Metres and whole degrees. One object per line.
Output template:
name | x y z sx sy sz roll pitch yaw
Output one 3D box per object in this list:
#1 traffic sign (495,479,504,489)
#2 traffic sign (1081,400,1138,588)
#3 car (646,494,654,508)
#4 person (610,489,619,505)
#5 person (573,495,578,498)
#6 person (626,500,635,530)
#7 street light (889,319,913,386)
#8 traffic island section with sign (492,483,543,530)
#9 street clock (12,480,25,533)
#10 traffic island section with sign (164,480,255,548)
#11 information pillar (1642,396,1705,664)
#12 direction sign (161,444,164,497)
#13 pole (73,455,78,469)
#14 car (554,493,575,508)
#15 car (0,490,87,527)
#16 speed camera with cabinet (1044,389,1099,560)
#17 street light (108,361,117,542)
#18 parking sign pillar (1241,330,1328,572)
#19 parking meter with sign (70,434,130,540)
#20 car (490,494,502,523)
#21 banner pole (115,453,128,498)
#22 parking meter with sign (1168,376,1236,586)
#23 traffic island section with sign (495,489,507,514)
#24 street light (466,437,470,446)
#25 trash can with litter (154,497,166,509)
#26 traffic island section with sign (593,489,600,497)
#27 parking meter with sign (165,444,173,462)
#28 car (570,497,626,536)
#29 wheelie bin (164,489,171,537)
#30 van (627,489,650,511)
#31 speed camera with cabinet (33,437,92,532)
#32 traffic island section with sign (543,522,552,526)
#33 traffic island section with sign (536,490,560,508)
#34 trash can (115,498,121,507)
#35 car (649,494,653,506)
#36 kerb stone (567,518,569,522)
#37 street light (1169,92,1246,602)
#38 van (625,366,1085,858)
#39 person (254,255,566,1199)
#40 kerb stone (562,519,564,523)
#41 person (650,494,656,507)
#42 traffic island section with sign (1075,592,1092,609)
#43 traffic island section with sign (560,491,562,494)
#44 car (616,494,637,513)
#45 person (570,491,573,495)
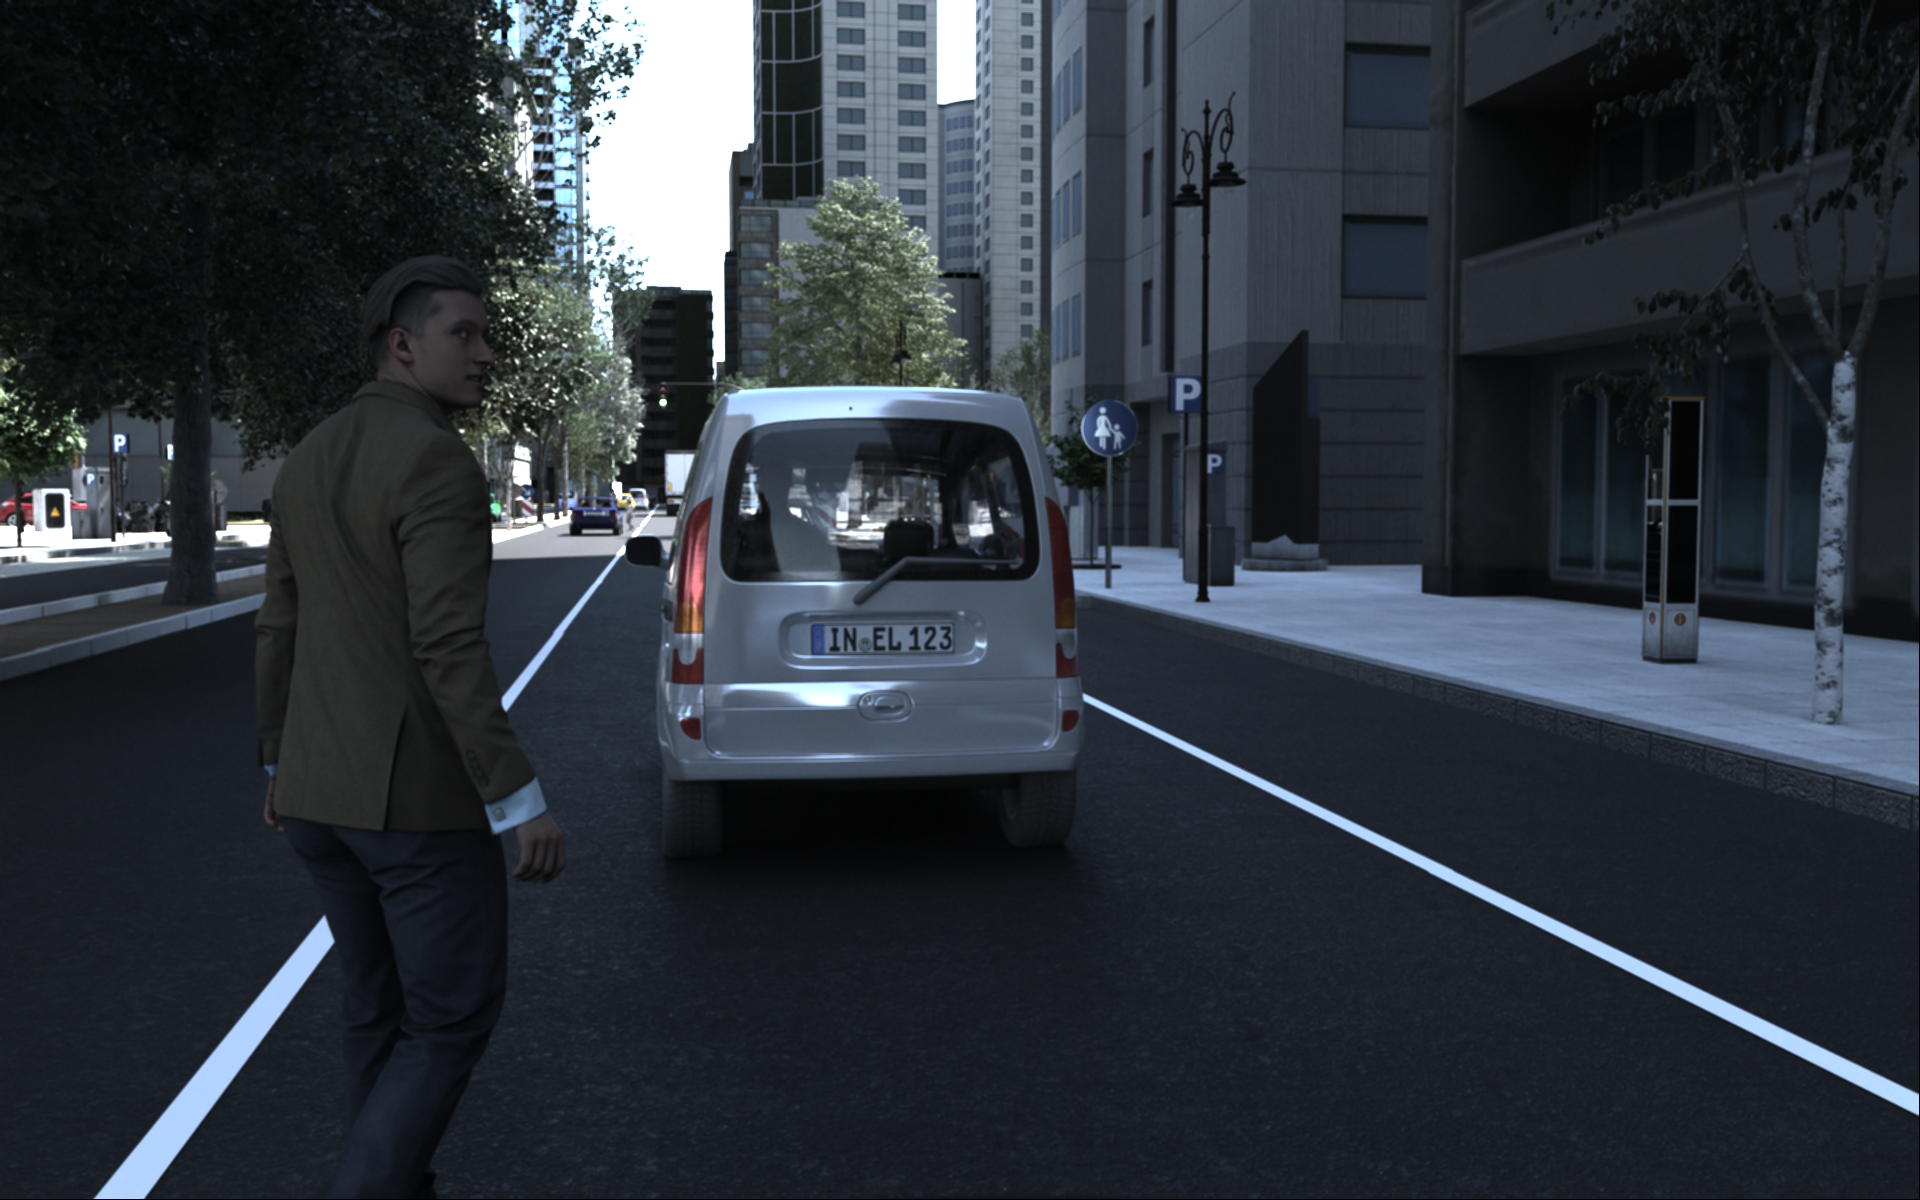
traffic sign | -39.389 -9.047 148.023 0.768 2.556 0.104 0 4 -2
traffic sign | 2.018 -1.430 23.492 0.768 2.556 0.104 0 4 -3
car | -32.668 -10.209 178.721 2.131 1.459 4.920 -1 4 -9
person | -24.218 -6.887 121.197 0.616 1.811 0.778 1 4 14
person | -47.574 -12.588 214.303 0.705 1.826 1.348 1 4 16
person | -12.971 -3.353 68.337 0.382 1.210 0.505 -1 4 -22
street light | -1.568 -4.479 46.018 0.468 5.910 1.993 -1 4 -10
traffic island section with sign | -18.120 -3.796 70.203 2.006 1.907 1.989 -1 4 -10
street clock | -31.008 -3.214 57.116 0.471 2.002 0.358 3 4 38
traffic island section with sign | -20.226 -2.336 46.821 1.989 1.847 2.006 -1 4 -10
information pillar | 5.418 -0.531 13.167 0.304 2.012 0.304 0 4 -6
direction sign | -36.094 -5.285 78.403 0.379 3.537 0.876 -1 4 -22
pole | -38.064 -4.939 74.597 0.158 3.312 0.155 0 3 0
car | -36.710 -9.265 161.078 1.945 1.707 3.694 -1 4 -11
car | -36.459 -3.744 70.255 4.494 1.783 2.155 -1 4 -8
speed camera with cabinet | 2.133 -2.393 33.457 0.660 3.252 2.038 1 4 20
street light | -22.542 -4.475 45.953 0.468 5.910 1.993 -1 4 -10
parking sign pillar | 5.495 -2.492 29.220 1.447 3.967 1.447 -2 4 -27
parking meter with sign | -24.489 -3.243 49.285 0.543 3.016 1.738 1 4 19
car | -24.324 -4.847 88.046 1.959 1.807 4.718 -1 4 -11
banner pole | -37.640 -5.362 77.681 0.863 3.779 0.401 1 4 21
parking meter with sign | 3.509 -1.748 24.838 0.543 3.016 1.738 -1 4 -11
traffic island section with sign | -33.920 -7.284 127.715 1.989 1.847 2.006 -1 4 -10
street light | -36.494 -9.529 128.584 0.468 5.910 1.993 -1 4 -10
trash can with litter | -28.219 -3.089 61.890 0.624 1.170 1.055 1 4 13
traffic island section with sign | -31.906 -8.774 151.594 2.006 1.907 1.989 -1 4 -10
parking meter with sign | -26.881 -3.949 60.830 1.738 3.016 0.543 0 4 -6
car | -12.815 -2.971 61.152 1.945 1.354 3.894 -1 4 -9
wheelie bin | -23.425 -2.699 52.034 0.980 1.594 0.693 1 4 18
van | -27.088 -8.479 145.650 2.013 2.044 4.112 0 4 -8
speed camera with cabinet | -30.379 -3.948 58.884 0.660 3.252 2.038 2 4 35
traffic island section with sign | -19.348 -4.243 77.508 2.006 1.907 1.989 -1 4 -10
traffic island section with sign | -42.293 -10.310 177.188 1.989 1.847 2.006 -1 4 -10
trash can | -29.904 -3.012 60.901 0.748 1.137 0.748 0 3 0
car | -39.029 -12.643 215.506 1.959 1.807 4.718 0 4 -8
kerb stone | -19.916 -3.973 87.146 0.120 0.150 1.000 -1 4 -10
street light | 2.895 -2.916 20.472 0.468 5.910 1.993 -1 4 -10
van | -0.596 -0.078 8.280 2.013 2.044 4.112 -1 4 -9
person | -0.944 0.336 2.922 0.656 1.842 0.836 1 4 8
kerb stone | -19.236 -3.725 83.098 0.120 0.150 1.000 -1 4 -10
person | -34.838 -11.285 196.245 0.697 1.427 0.421 1 4 11
traffic island section with sign | 0.518 -0.844 22.435 1.989 1.847 2.006 -1 4 -10
traffic island section with sign | -46.927 -11.979 204.490 1.989 1.847 2.006 -1 4 -10
car | -26.251 -7.637 135.089 2.015 1.641 3.980 -1 4 -9
person | -38.912 -10.020 173.011 0.721 1.739 1.217 -1 4 -17
